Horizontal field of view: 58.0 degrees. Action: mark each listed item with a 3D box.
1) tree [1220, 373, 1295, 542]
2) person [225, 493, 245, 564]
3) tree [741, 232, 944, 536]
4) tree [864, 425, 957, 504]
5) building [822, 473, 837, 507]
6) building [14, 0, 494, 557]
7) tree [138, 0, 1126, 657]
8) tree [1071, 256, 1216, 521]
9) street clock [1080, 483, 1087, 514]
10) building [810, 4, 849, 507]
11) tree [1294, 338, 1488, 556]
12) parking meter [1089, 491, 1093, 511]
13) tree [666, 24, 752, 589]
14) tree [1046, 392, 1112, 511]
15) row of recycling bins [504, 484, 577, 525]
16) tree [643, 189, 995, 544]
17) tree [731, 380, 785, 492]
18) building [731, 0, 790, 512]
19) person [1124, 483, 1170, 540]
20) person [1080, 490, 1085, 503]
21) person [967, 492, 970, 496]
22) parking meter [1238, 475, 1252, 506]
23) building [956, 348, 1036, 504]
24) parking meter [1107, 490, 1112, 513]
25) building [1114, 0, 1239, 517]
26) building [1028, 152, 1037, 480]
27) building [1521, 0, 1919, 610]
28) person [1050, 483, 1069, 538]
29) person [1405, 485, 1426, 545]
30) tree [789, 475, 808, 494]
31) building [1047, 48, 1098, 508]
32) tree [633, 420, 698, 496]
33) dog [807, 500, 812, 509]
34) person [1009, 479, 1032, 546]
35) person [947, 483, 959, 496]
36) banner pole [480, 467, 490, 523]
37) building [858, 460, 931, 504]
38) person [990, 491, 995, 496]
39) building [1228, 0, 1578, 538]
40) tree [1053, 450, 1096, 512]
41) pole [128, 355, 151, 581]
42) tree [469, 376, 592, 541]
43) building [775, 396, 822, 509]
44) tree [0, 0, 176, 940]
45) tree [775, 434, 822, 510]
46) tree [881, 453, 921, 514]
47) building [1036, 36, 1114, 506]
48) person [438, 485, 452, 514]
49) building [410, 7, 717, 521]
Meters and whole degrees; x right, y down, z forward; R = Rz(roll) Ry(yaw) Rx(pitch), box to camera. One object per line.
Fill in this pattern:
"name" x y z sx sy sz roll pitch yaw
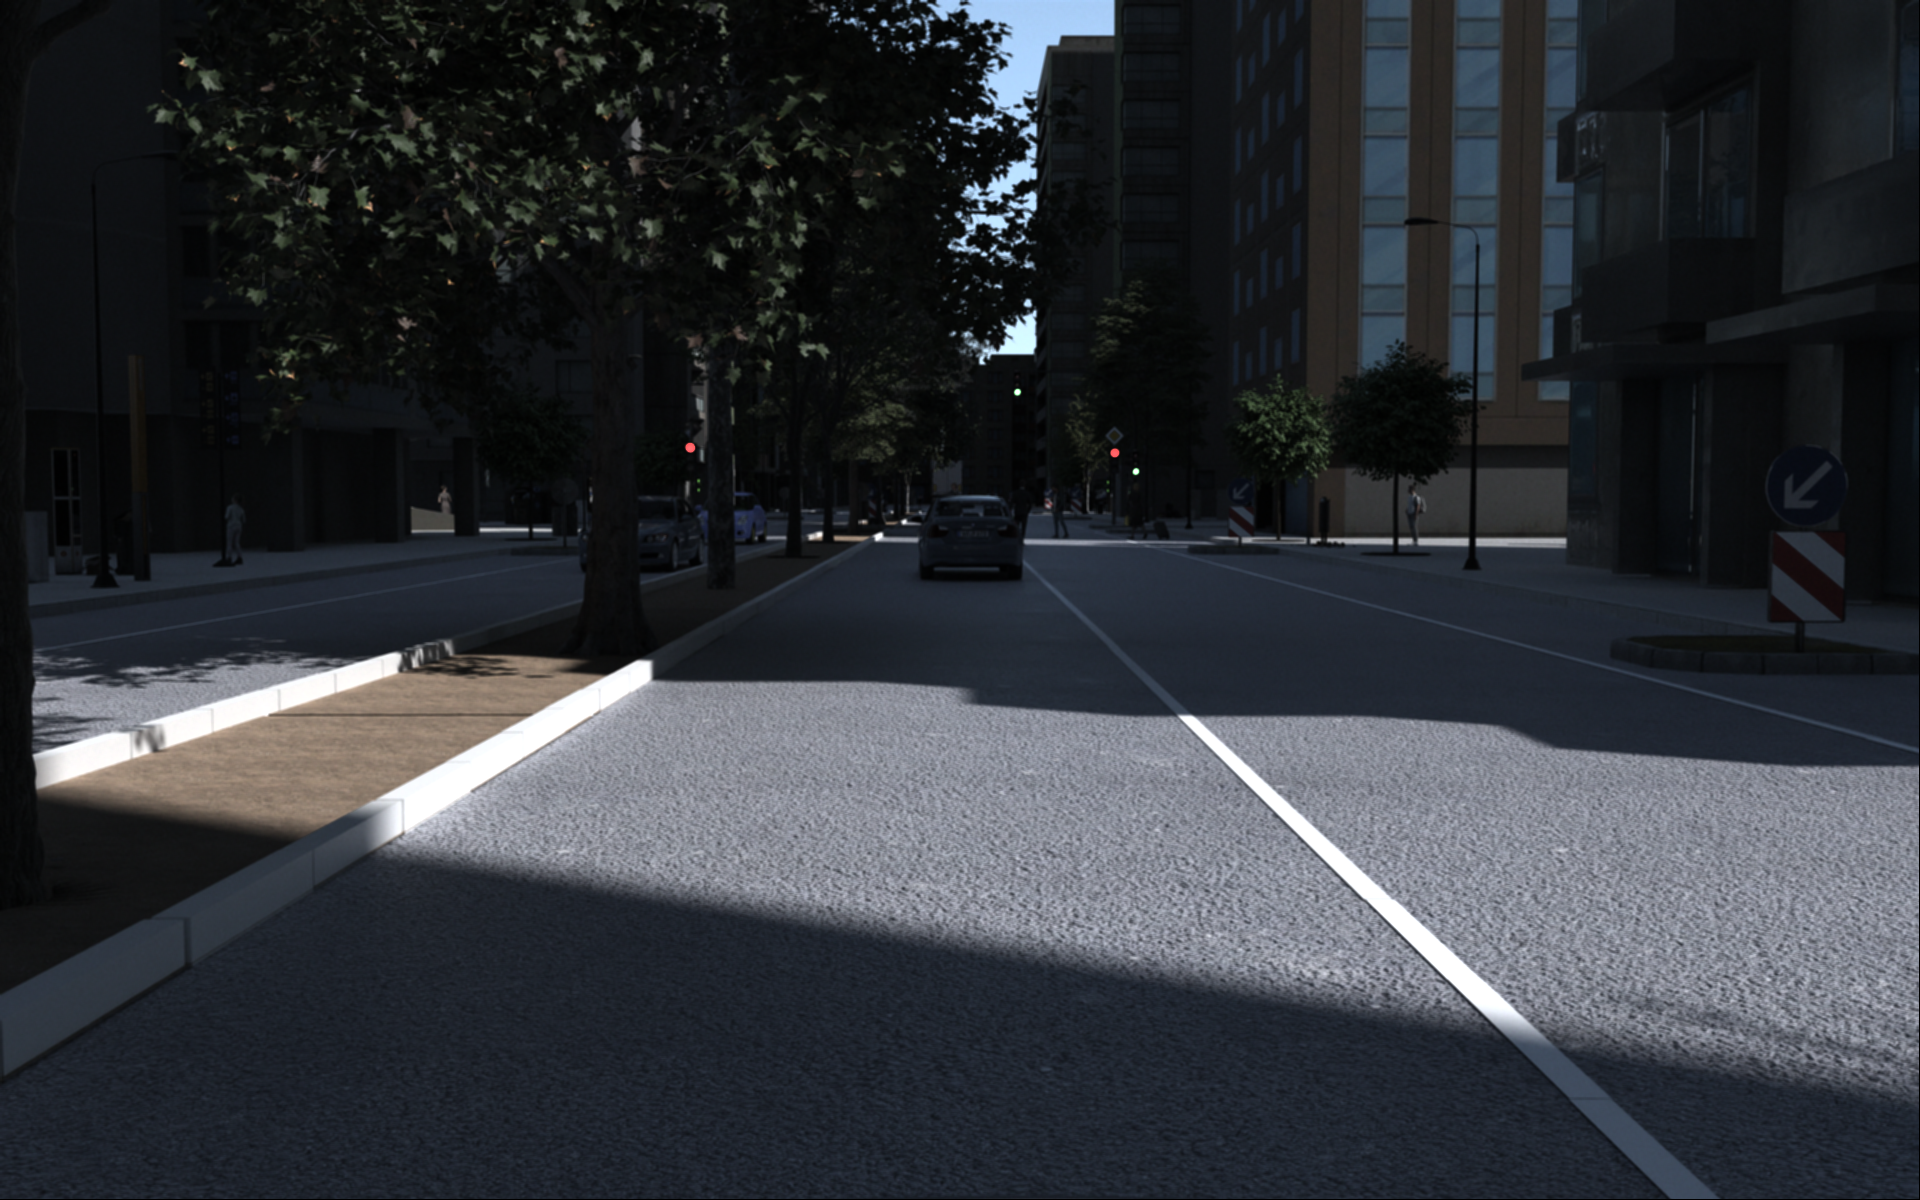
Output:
"tree" 8.705 -3.882 47.185 4.285 4.588 4.351 0 3 0
"person" -13.230 -1.296 31.519 0.394 1.301 0.425 1 4 13
"tree" -3.762 -8.497 59.504 7.486 12.596 7.792 0 3 0
"tree" -4.035 -11.326 122.057 8.767 10.594 7.601 0 4 0
"building" -19.898 -27.173 215.973 14.107 30.474 14.160 0 4 0
"building" -25.953 -21.676 46.277 23.993 40.220 32.217 0 4 0
"tree" -3.130 -5.867 15.388 9.611 12.733 9.660 0 3 0
"tree" 8.891 -10.088 83.071 7.486 12.596 7.792 0 3 0
"street clock" 7.844 -6.428 109.667 0.358 2.002 0.471 3 4 37
"building" -22.454 -45.663 184.844 20.563 71.187 20.611 0 4 0
"tree" 9.287 -3.225 36.437 4.285 4.588 4.351 0 3 0
"parking meter" 10.202 -7.747 135.072 0.372 1.533 0.369 0 3 0
"tree" -4.816 -10.275 26.342 12.611 20.169 13.585 0 3 0
"tree" 9.009 -10.349 119.568 4.737 8.622 4.395 0 3 0
"row of recycling bins" -18.023 -4.113 74.360 1.069 1.692 3.534 3 4 38
"tree" -3.782 -8.365 49.591 12.009 13.543 11.850 0 3 0
"tree" -12.362 -9.165 100.203 4.737 8.622 4.395 0 3 0
"building" -23.053 -28.262 116.708 22.147 44.769 28.867 0 4 0
"person" 5.894 -2.832 55.013 0.699 1.804 1.509 -3 5 -41
"person" 8.212 -6.789 117.134 0.778 1.811 0.616 0 4 8
"person" 1.155 -12.577 214.659 0.721 1.766 1.217 -3 5 -39
"parking meter" 8.907 -2.960 54.100 0.399 1.863 0.255 -3 5 -42
"building" 12.356 -24.442 244.665 28.899 21.520 27.650 0 4 0
"parking meter" 10.216 -6.702 117.982 0.372 1.533 0.369 0 3 0
"building" 15.811 -25.520 100.847 14.154 41.232 14.086 0 4 0
"building" 20.415 -35.944 207.299 23.786 49.044 30.456 0 4 0
"building" 20.607 -24.323 17.290 23.786 49.044 30.456 0 4 0
"person" 3.189 -2.908 56.392 0.721 1.781 0.623 -3 5 -42
"person" 11.399 -2.130 43.458 0.503 1.515 0.523 3 5 39
"tree" -13.332 -9.174 144.597 1.663 3.219 1.824 0 3 0
"building" 15.163 -29.298 162.619 14.154 41.232 14.086 0 4 0
"tree" -13.142 -5.704 76.966 4.285 4.588 4.351 0 3 0
"dog" -12.746 -8.078 146.454 0.513 0.831 0.800 0 4 6
"person" 1.691 -2.450 48.341 0.659 1.850 0.755 0 4 4
"person" -0.111 -2.973 57.292 0.590 1.801 0.661 3 5 41
"banner pole" -21.127 -5.334 77.235 0.401 3.779 0.863 -3 4 -36
"building" -10.436 -35.879 236.726 14.200 45.320 14.600 0 4 0
"person" 2.871 -8.778 152.945 0.541 1.710 0.530 -2 4 -23
"building" 16.829 -24.813 55.805 14.600 45.320 14.200 0 4 0
"tree" 8.492 -8.818 127.892 4.285 4.588 4.351 0 3 0
"pole" -12.091 -1.937 25.517 0.158 3.312 0.155 0 3 0
"tree" -11.926 -3.937 48.089 4.285 4.588 4.351 0 3 0
"building" -19.920 -28.781 154.160 14.154 41.232 14.086 0 4 0
"tree" -3.299 -4.731 5.568 9.928 11.665 9.643 0 3 0
"tree" -12.396 -11.314 135.340 4.360 8.622 3.978 0 3 0
"tree" -3.922 -10.769 128.899 4.360 8.622 3.978 0 3 0
"building" 19.132 -34.078 180.881 21.300 48.544 21.600 0 4 0
"person" -20.480 -3.683 69.053 0.599 1.781 0.374 -1 4 -12
"building" -19.231 -24.614 86.027 14.154 41.232 14.086 0 4 0
